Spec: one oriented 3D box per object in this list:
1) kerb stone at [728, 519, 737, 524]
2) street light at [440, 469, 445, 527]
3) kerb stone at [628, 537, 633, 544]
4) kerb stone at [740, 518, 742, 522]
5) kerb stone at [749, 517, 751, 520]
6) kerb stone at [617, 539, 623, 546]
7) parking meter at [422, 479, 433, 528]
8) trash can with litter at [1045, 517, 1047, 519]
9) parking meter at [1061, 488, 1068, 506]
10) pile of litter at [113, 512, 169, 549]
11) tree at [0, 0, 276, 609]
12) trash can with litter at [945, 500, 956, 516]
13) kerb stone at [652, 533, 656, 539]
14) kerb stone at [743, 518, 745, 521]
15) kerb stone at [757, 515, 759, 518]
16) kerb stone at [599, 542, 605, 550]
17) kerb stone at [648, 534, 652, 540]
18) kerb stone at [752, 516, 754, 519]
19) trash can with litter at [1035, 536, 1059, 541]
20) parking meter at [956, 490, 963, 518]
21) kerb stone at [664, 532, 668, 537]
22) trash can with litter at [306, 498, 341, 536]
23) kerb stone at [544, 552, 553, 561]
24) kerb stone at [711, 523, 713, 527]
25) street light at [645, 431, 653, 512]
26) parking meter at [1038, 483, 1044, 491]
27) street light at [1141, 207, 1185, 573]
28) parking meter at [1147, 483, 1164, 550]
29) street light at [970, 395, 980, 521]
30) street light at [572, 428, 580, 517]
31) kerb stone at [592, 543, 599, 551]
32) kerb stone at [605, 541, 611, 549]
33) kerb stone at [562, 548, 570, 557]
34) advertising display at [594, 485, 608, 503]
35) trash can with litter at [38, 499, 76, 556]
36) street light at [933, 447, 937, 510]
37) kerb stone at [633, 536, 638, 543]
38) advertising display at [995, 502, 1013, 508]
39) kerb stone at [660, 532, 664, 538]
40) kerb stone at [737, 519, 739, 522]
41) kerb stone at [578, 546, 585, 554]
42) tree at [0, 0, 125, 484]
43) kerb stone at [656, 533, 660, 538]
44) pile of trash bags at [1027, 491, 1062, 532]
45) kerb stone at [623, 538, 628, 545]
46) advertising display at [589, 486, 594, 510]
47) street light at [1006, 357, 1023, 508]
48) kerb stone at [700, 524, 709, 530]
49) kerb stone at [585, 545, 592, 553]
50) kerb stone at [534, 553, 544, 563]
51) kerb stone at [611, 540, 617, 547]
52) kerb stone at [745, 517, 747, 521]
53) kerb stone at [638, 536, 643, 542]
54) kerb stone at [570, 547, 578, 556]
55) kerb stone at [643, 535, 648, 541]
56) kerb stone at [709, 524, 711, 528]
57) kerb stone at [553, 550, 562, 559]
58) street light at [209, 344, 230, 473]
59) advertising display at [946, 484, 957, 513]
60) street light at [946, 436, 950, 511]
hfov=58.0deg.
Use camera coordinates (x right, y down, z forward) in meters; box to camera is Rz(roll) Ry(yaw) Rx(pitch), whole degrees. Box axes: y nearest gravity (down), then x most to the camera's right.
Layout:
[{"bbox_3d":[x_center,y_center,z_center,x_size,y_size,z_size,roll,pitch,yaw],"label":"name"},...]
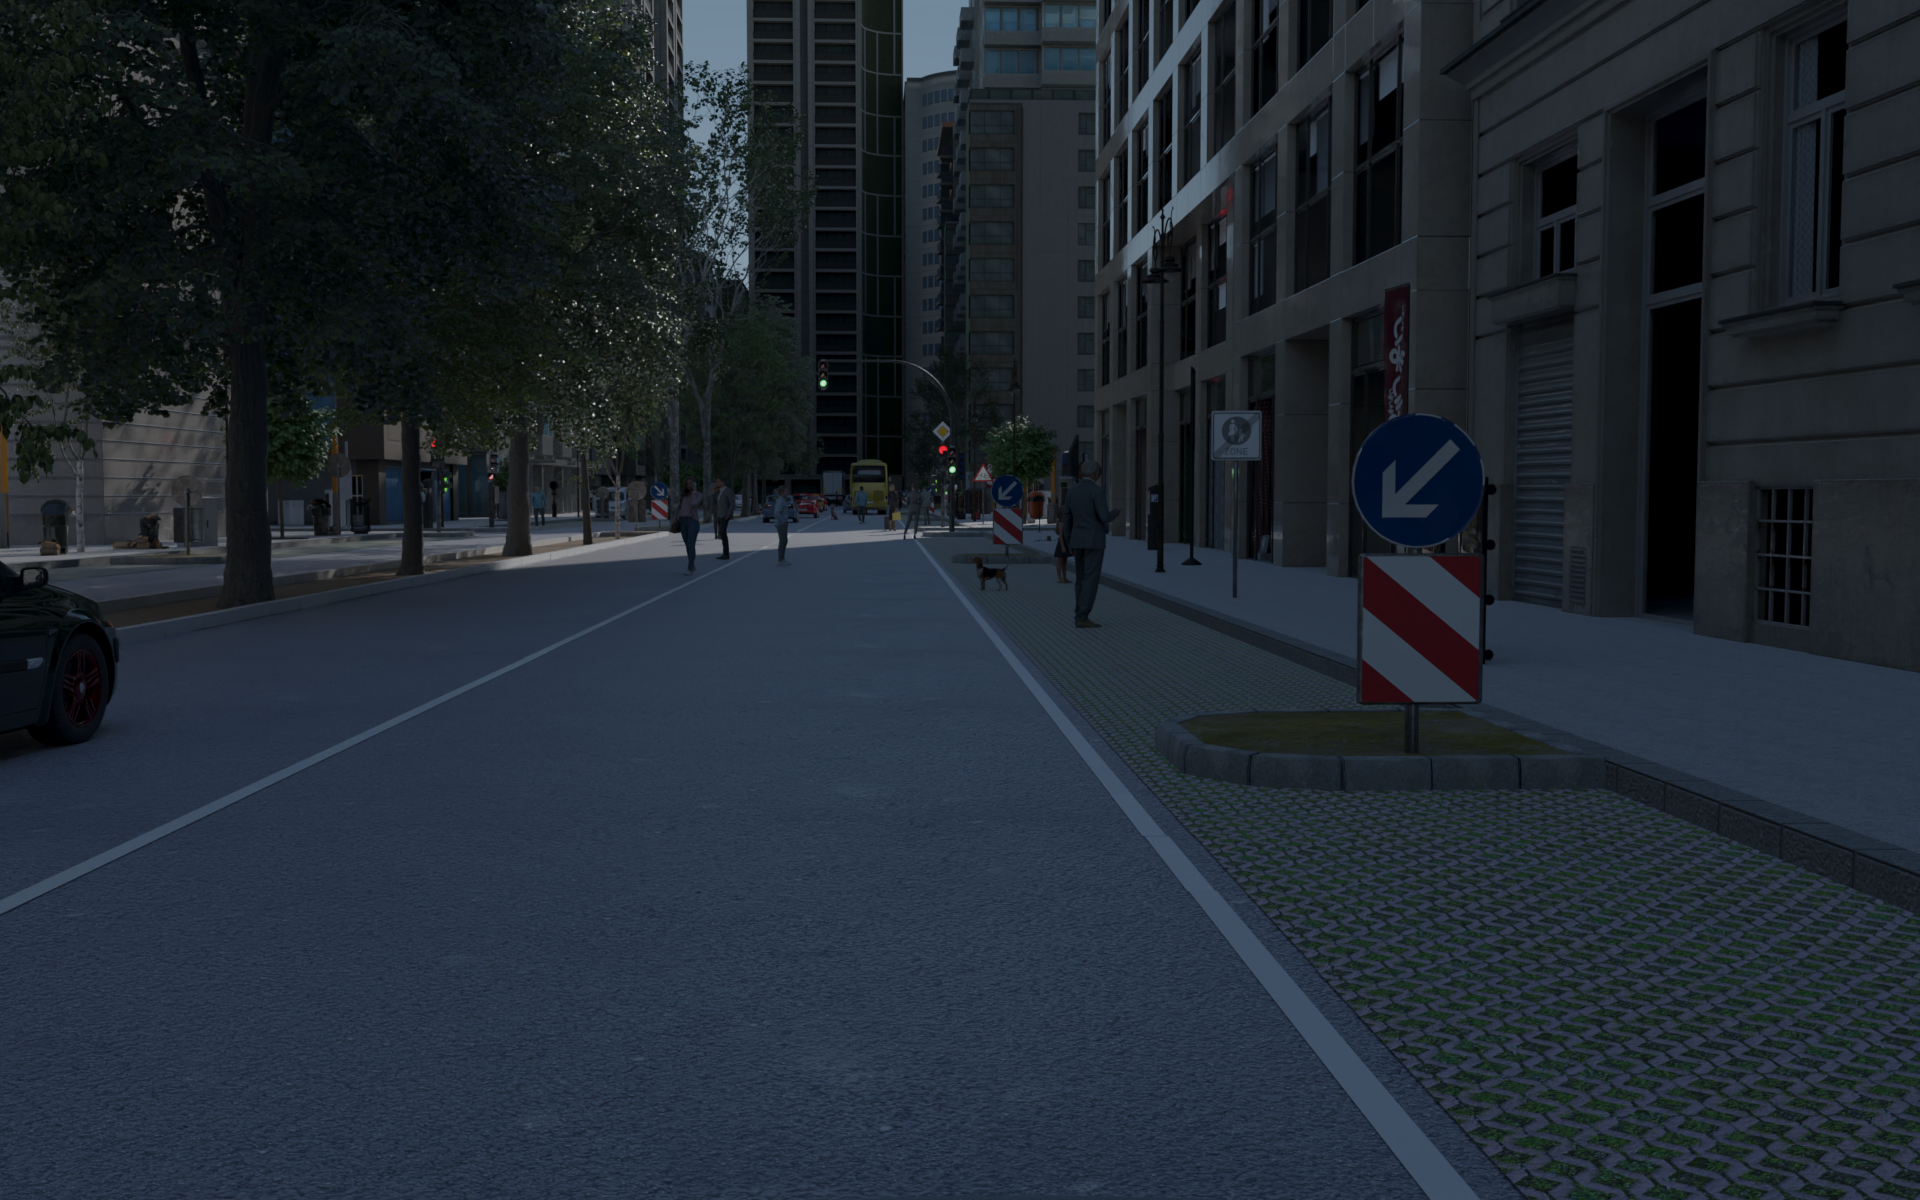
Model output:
[{"bbox_3d":[-11.300,-3.903,86.036,0.120,0.150,1.000,0,4,-3],"label":"kerb stone"},{"bbox_3d":[-19.955,-5.738,66.600,0.468,5.910,1.993,0,4,-3],"label":"street light"},{"bbox_3d":[-9.572,-1.679,49.660,0.120,0.150,1.000,0,4,-3],"label":"kerb stone"},{"bbox_3d":[-11.444,-4.087,89.108,0.120,0.150,1.000,0,4,-3],"label":"kerb stone"},{"bbox_3d":[-11.747,-4.469,95.262,0.120,0.150,1.000,0,4,-3],"label":"kerb stone"},{"bbox_3d":[-9.479,-1.554,47.602,0.120,0.150,1.000,0,4,-3],"label":"kerb stone"},{"bbox_3d":[-20.056,-3.640,65.227,0.255,1.863,0.399,1,4,12],"label":"parking meter"},{"bbox_3d":[4.653,-4.432,83.857,1.055,1.170,0.624,0,4,-5],"label":"trash can with litter"},{"bbox_3d":[4.372,-3.864,71.590,0.372,1.533,0.369,0,3,0],"label":"parking meter"},{"bbox_3d":[-19.242,-1.632,40.645,1.176,0.858,1.719,-2,4,-34],"label":"pile of litter"},{"bbox_3d":[-8.945,-6.866,21.369,9.857,13.997,8.962,0,3,0],"label":"tree"},{"bbox_3d":[-0.334,-5.446,100.426,1.055,1.170,0.624,0,4,3],"label":"trash can with litter"},{"bbox_3d":[-9.821,-1.993,54.784,0.120,0.150,1.000,0,4,-3],"label":"kerb stone"},{"bbox_3d":[-11.548,-4.217,91.149,0.120,0.150,1.000,0,4,-3],"label":"kerb stone"},{"bbox_3d":[-12.028,-4.846,101.421,0.120,0.150,1.000,0,4,-3],"label":"kerb stone"},{"bbox_3d":[-9.336,-1.365,44.530,0.120,0.150,1.000,0,4,-3],"label":"kerb stone"},{"bbox_3d":[-9.765,-1.931,53.764,0.120,0.150,1.000,0,4,-3],"label":"kerb stone"},{"bbox_3d":[-11.829,-4.594,97.311,0.120,0.150,1.000,0,4,-3],"label":"kerb stone"},{"bbox_3d":[3.034,-2.230,47.525,2.233,1.210,1.678,-1,4,-17],"label":"trash can with litter"},{"bbox_3d":[-0.030,-5.277,94.685,0.372,1.533,0.369,0,3,0],"label":"parking meter"},{"bbox_3d":[-9.967,-2.181,57.856,0.120,0.150,1.000,0,4,-3],"label":"kerb stone"},{"bbox_3d":[-19.638,-2.575,53.486,0.624,1.170,1.055,1,4,11],"label":"trash can with litter"},{"bbox_3d":[-8.999,-0.925,37.372,0.120,0.150,1.000,0,4,-3],"label":"kerb stone"},{"bbox_3d":[-10.720,-3.153,73.746,0.120,0.150,1.000,0,4,-3],"label":"kerb stone"},{"bbox_3d":[-22.783,-9.442,127.165,0.468,5.910,1.993,0,4,-3],"label":"street light"},{"bbox_3d":[4.667,-5.783,100.256,0.255,1.863,0.399,-2,4,-30],"label":"parking meter"},{"bbox_3d":[3.283,-3.390,28.220,0.468,5.910,1.993,0,4,-3],"label":"street light"},{"bbox_3d":[4.483,-1.912,39.674,0.372,1.533,0.369,0,3,0],"label":"parking meter"},{"bbox_3d":[0.688,-6.623,81.074,0.468,5.910,1.993,0,4,-3],"label":"street light"},{"bbox_3d":[-21.295,-7.565,96.481,0.468,5.910,1.993,0,4,-3],"label":"street light"},{"bbox_3d":[-9.280,-1.303,43.509,0.120,0.150,1.000,0,4,-3],"label":"kerb stone"},{"bbox_3d":[-9.383,-1.428,45.551,0.120,0.150,1.000,0,4,-3],"label":"kerb stone"},{"bbox_3d":[-9.092,-1.051,39.424,0.120,0.150,1.000,0,4,-3],"label":"kerb stone"},{"bbox_3d":[-26.552,-7.543,128.544,0.974,1.923,0.123,2,4,24],"label":"advertising display"},{"bbox_3d":[-19.048,-1.536,36.500,0.624,1.170,1.055,-1,4,-18],"label":"trash can with litter"},{"bbox_3d":[-2.085,-10.304,141.257,0.468,5.910,1.993,0,4,-3],"label":"street light"},{"bbox_3d":[-9.619,-1.743,50.689,0.120,0.150,1.000,0,4,-3],"label":"kerb stone"},{"bbox_3d":[2.237,-5.043,87.674,0.974,1.923,0.123,0,4,3],"label":"advertising display"},{"bbox_3d":[-9.913,-2.118,56.831,0.120,0.150,1.000,0,4,-3],"label":"kerb stone"},{"bbox_3d":[-11.346,-3.962,87.057,0.120,0.150,1.000,0,4,-3],"label":"kerb stone"},{"bbox_3d":[-9.184,-1.179,41.465,0.120,0.150,1.000,0,4,-3],"label":"kerb stone"},{"bbox_3d":[-8.780,-3.751,14.148,4.737,8.622,4.395,0,3,0],"label":"tree"},{"bbox_3d":[-9.876,-2.055,55.807,0.120,0.150,1.000,0,4,-3],"label":"kerb stone"},{"bbox_3d":[3.859,-3.001,58.818,3.447,1.369,1.912,-2,4,-24],"label":"pile of trash bags"},{"bbox_3d":[-9.531,-1.612,48.627,0.120,0.150,1.000,0,4,-3],"label":"kerb stone"},{"bbox_3d":[-28.971,-8.017,136.283,0.123,1.923,0.974,3,5,43],"label":"advertising display"},{"bbox_3d":[1.837,-5.252,58.659,0.468,5.910,1.993,0,4,-3],"label":"street light"},{"bbox_3d":[-10.626,-3.027,71.702,0.120,0.150,1.000,0,4,-3],"label":"kerb stone"},{"bbox_3d":[-9.232,-1.241,42.488,0.120,0.150,1.000,0,4,-3],"label":"kerb stone"},{"bbox_3d":[-8.948,-0.862,36.347,0.120,0.150,1.000,0,4,-3],"label":"kerb stone"},{"bbox_3d":[-9.431,-1.488,46.582,0.120,0.150,1.000,0,4,-3],"label":"kerb stone"},{"bbox_3d":[-11.593,-4.280,92.183,0.120,0.150,1.000,0,4,-3],"label":"kerb stone"},{"bbox_3d":[-9.669,-1.804,51.709,0.120,0.150,1.000,0,4,-3],"label":"kerb stone"},{"bbox_3d":[-9.138,-1.115,40.444,0.120,0.150,1.000,0,4,-3],"label":"kerb stone"},{"bbox_3d":[-9.719,-1.868,52.737,0.120,0.150,1.000,0,4,-3],"label":"kerb stone"},{"bbox_3d":[-10.662,-3.088,72.724,0.120,0.150,1.000,0,4,-3],"label":"kerb stone"},{"bbox_3d":[-9.039,-0.986,38.394,0.120,0.150,1.000,0,4,-3],"label":"kerb stone"},{"bbox_3d":[-18.999,-4.410,44.894,0.468,5.910,1.993,0,4,-3],"label":"street light"},{"bbox_3d":[-0.546,-6.718,115.060,0.974,1.923,0.123,-3,5,-39],"label":"advertising display"},{"bbox_3d":[-0.716,-8.468,111.239,0.468,5.910,1.993,0,4,-3],"label":"street light"}]
